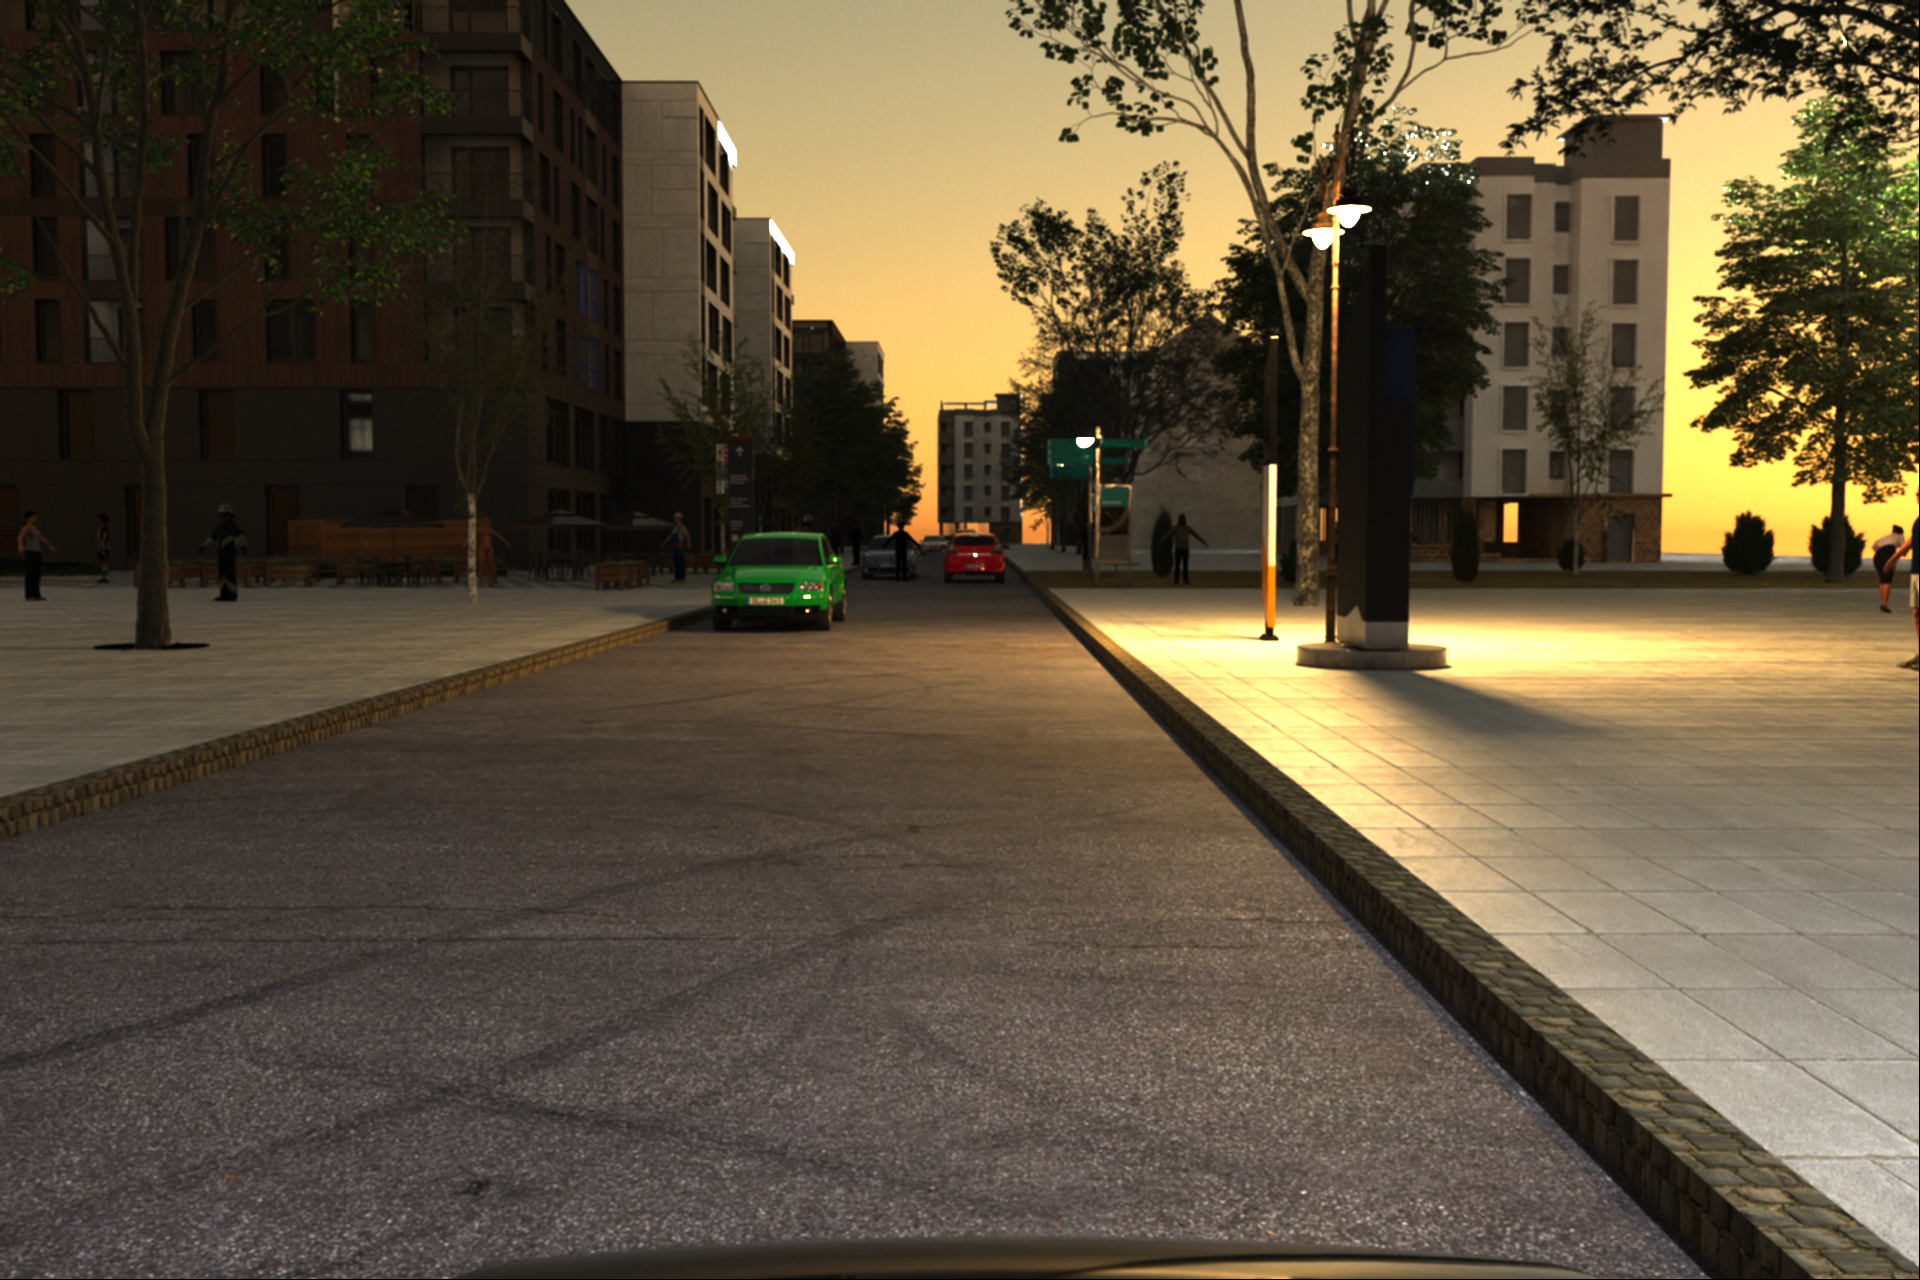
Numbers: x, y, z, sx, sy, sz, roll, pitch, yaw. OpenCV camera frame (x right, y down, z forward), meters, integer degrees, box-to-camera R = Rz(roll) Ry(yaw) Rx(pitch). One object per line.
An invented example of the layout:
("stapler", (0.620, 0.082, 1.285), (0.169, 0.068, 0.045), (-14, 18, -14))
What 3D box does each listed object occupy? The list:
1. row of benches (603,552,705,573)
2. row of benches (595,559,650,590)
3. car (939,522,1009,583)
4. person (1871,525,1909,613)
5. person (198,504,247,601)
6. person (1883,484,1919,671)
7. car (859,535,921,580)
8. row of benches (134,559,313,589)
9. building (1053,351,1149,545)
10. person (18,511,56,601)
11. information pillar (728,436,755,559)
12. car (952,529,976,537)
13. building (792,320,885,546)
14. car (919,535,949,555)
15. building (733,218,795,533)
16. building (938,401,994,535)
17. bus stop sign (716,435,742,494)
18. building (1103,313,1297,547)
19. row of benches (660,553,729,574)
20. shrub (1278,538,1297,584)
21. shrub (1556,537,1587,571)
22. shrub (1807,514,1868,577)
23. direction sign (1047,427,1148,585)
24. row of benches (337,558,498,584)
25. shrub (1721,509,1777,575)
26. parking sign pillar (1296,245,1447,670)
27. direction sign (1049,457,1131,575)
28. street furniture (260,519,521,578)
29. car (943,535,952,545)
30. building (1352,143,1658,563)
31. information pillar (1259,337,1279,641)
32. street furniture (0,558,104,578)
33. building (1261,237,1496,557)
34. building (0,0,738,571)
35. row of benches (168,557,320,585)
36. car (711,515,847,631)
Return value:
("row of benches", (-10.454, -2.649, 58.769), (4.104, 0.672, 1.422), (2, 4, 29))
("row of benches", (-8.057, -1.585, 41.378), (1.422, 0.672, 4.104), (0, 4, -1))
("car", (0.425, -2.632, 52.078), (2.155, 1.783, 4.494), (0, 3, 0))
("person", (15.235, -1.167, 28.318), (0.628, 1.438, 0.799), (1, 4, 17))
("person", (-14.011, -1.662, 33.034), (1.351, 1.845, 0.704), (2, 4, 31))
("person", (9.107, -0.623, 16.354), (0.704, 1.807, 1.345), (0, 4, 7))
("car", (-2.220, -2.699, 56.127), (2.014, 1.417, 4.499), (0, 4, 0))
("row of benches", (-17.707, -1.619, 41.937), (4.104, 0.672, 1.422), (-2, 4, -30))
("building", (25.039, -22.380, 209.883), (27.936, 21.610, 32.646), (0, 4, 1))
("person", (-17.822, -1.628, 33.430), (0.721, 1.737, 1.217), (0, 4, 1))
("information pillar", (-5.813, -3.473, 46.166), (0.750, 3.857, 0.750), (0, 4, 0))
("car", (0.482, -7.684, 134.299), (2.281, 1.827, 5.304), (0, 4, 1))
("building", (-22.640, -20.665, 181.853), (27.936, 21.610, 32.646), (0, 4, 0))
("car", (-1.813, -6.709, 122.053), (2.083, 1.381, 4.827), (0, 4, 0))
("building", (-26.165, -16.287, 110.261), (27.936, 21.610, 32.646), (0, 4, 1))
("building", (-2.594, -23.092, 236.422), (11.380, 20.090, 16.016), (-1, 4, -8))
("bus stop sign", (-6.145, -3.553, 46.800), (0.855, 3.939, 0.416), (0, 4, 3))
("building", (24.579, -21.409, 180.959), (19.493, 23.208, 18.063), (0, 4, 0))
("row of benches", (-8.049, -2.475, 55.925), (4.104, 0.672, 1.422), (2, 4, 32))
("shrub", (8.664, -2.042, 44.507), (1.383, 1.207, 1.383), (0, 3, 0))
("shrub", (21.291, -3.009, 60.311), (1.383, 1.207, 1.383), (0, 3, 0))
("shrub", (26.497, -2.931, 52.346), (1.690, 2.028, 1.600), (0, 3, 0))
("direction sign", (3.430, -3.301, 42.731), (2.525, 3.948, 1.411), (0, 4, 0))
("row of benches", (-13.980, -1.807, 45.001), (4.104, 0.672, 1.422), (-1, 4, -10))
("shrub", (24.900, -3.100, 54.726), (1.661, 2.075, 1.752), (0, 3, 0))
("parking sign pillar", (4.038, -1.739, 16.902), (1.447, 3.967, 1.447), (0, 4, 0))
("direction sign", (4.026, -3.936, 53.117), (2.525, 3.948, 1.411), (0, 4, 0))
("street furniture", (-18.771, -2.836, 53.216), (9.812, 1.723, 11.010), (-2, 4, -33))
("car", (-0.999, -8.002, 143.416), (1.945, 1.354, 3.894), (0, 4, 1))
("building", (25.802, -14.314, 90.452), (16.016, 20.090, 11.380), (0, 4, 1))
("information pillar", (3.737, -1.807, 20.893), (0.183, 3.616, 0.504), (0, 4, 1))
("street furniture", (-30.549, -2.332, 53.759), (5.734, 0.657, 10.072), (-3, 4, -37))
("building", (24.313, -15.459, 109.182), (16.016, 20.090, 11.380), (0, 4, 0))
("building", (-25.723, -14.210, 76.301), (27.936, 21.610, 32.646), (0, 4, 0))
("row of benches", (-18.625, -1.829, 45.360), (1.422, 0.672, 4.104), (3, 4, 36))
("car", (-2.781, -1.120, 27.107), (1.959, 1.807, 4.718), (0, 4, 0))
